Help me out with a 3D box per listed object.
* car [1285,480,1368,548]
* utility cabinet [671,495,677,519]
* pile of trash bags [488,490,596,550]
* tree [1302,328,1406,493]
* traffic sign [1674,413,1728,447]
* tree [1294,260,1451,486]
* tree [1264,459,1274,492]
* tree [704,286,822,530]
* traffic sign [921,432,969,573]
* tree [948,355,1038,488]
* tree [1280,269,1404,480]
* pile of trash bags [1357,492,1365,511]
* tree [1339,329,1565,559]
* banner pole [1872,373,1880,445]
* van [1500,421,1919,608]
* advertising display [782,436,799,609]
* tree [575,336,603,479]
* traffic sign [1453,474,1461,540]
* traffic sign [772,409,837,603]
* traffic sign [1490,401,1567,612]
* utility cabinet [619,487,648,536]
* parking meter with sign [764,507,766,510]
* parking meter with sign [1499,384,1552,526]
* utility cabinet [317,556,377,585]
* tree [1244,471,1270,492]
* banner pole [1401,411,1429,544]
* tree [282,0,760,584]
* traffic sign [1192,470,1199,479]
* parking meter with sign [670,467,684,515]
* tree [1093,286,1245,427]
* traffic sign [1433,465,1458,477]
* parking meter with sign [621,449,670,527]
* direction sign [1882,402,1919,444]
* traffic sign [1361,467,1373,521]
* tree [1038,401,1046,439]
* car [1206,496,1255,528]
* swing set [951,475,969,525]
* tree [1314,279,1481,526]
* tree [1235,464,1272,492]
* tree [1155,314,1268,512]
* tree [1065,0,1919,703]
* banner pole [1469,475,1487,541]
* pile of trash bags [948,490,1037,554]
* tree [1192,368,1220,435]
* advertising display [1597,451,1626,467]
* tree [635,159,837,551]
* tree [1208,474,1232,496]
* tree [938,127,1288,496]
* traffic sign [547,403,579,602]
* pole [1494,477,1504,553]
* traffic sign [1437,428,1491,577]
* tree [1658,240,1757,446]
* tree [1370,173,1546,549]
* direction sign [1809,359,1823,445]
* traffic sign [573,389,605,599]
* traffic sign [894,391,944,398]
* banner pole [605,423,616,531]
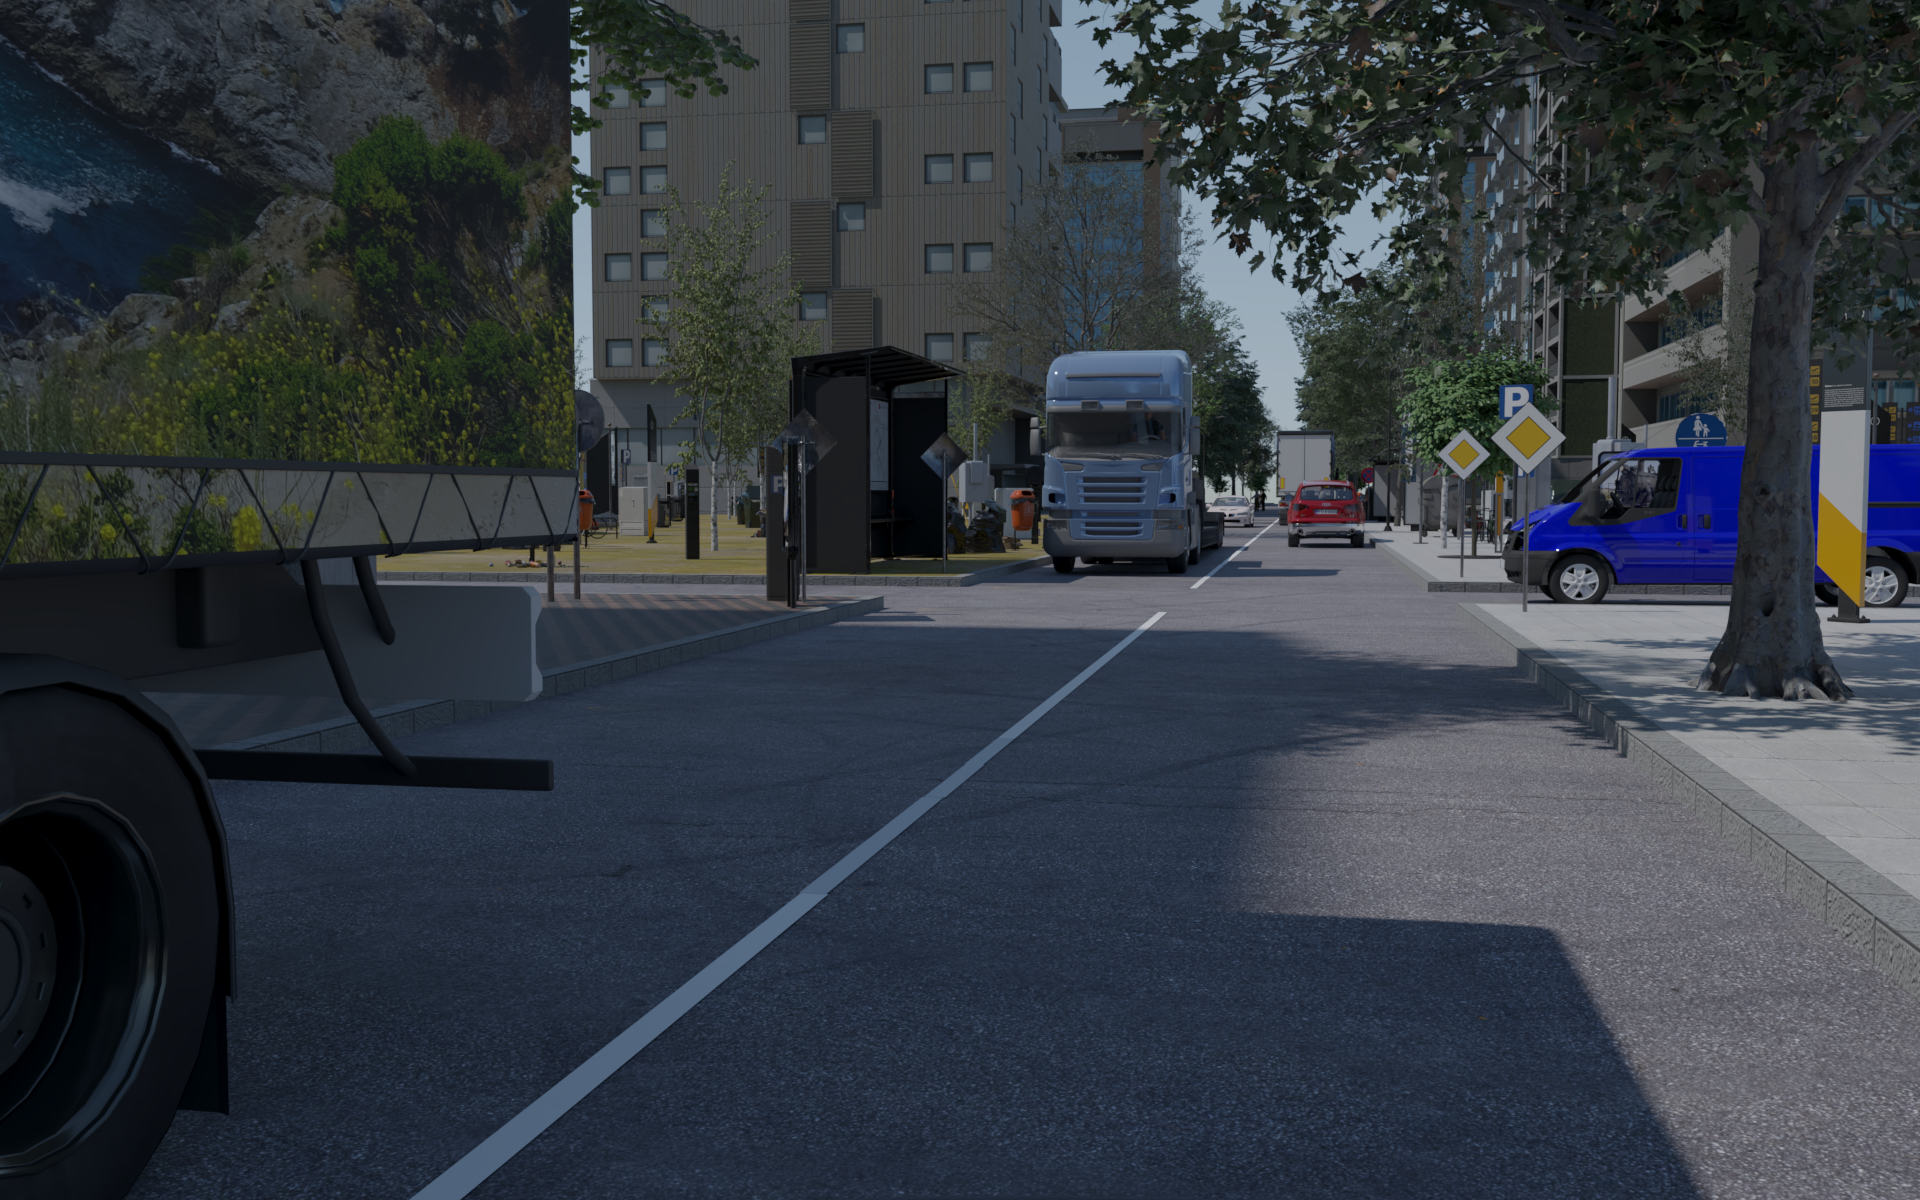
[{"bbox_3d":[10.145,-2.407,48.033,2.281,1.827,5.304,1,4,12],"label":"car"},{"bbox_3d":[-15.080,-4.904,91.339,0.306,1.237,1.020,0,4,-8],"label":"utility cabinet"},{"bbox_3d":[-10.229,-1.890,40.654,3.447,1.369,1.912,0,4,7],"label":"pile of trash bags"},{"bbox_3d":[26.908,-12.198,117.563,7.486,12.596,7.792,0,3,0],"label":"tree"},{"bbox_3d":[11.609,-1.657,27.201,0.768,2.556,0.104,1,4,19],"label":"traffic sign"},{"bbox_3d":[22.140,-11.341,92.082,9.857,13.997,8.962,0,3,0],"label":"tree"},{"bbox_3d":[44.897,-18.764,257.146,4.360,8.622,3.978,0,3,0],"label":"tree"},{"bbox_3d":[-6.859,-6.822,61.910,4.360,8.622,3.978,0,3,0],"label":"tree"},{"bbox_3d":[-0.256,-1.504,28.229,0.795,2.450,0.064,1,4,11],"label":"traffic sign"},{"bbox_3d":[0.762,-8.578,90.617,4.737,8.622,4.395,0,3,0],"label":"tree"},{"bbox_3d":[33.420,-17.622,144.010,12.611,20.169,13.585,0,3,0],"label":"tree"},{"bbox_3d":[22.867,-5.366,97.489,1.912,1.369,3.447,2,4,28],"label":"pile of trash bags"},{"bbox_3d":[10.427,-3.122,34.763,4.285,4.588,4.351,0,3,0],"label":"tree"},{"bbox_3d":[18.671,-2.803,35.845,0.863,3.779,0.401,0,4,3],"label":"banner pole"},{"bbox_3d":[9.628,-1.077,21.988,5.245,2.365,2.240,1,4,13],"label":"van"},{"bbox_3d":[-1.938,-0.891,19.781,0.123,1.923,0.974,-1,4,-9],"label":"advertising display"},{"bbox_3d":[-17.388,-7.660,75.605,4.360,8.622,3.978,0,3,0],"label":"tree"},{"bbox_3d":[13.984,-2.959,48.489,0.768,2.556,0.104,1,4,14],"label":"traffic sign"},{"bbox_3d":[-1.839,-1.025,20.402,0.795,2.450,0.064,1,4,11],"label":"traffic sign"},{"bbox_3d":[6.140,-0.925,18.773,0.795,2.450,0.064,1,4,11],"label":"traffic sign"},{"bbox_3d":[-9.984,-2.722,53.175,1.173,1.500,0.318,3,5,40],"label":"utility cabinet"},{"bbox_3d":[-5.777,-3.829,58.863,1.738,3.016,0.543,1,4,14],"label":"parking meter with sign"},{"bbox_3d":[9.390,-1.963,28.351,0.543,3.016,1.738,3,4,38],"label":"parking meter with sign"},{"bbox_3d":[-6.203,-0.367,17.156,0.306,1.237,1.020,1,4,18],"label":"utility cabinet"},{"bbox_3d":[37.395,-14.332,218.034,4.285,4.588,4.351,0,3,0],"label":"tree"},{"bbox_3d":[11.750,-3.352,44.824,0.401,3.779,0.863,-3,5,-42],"label":"banner pole"},{"bbox_3d":[-4.985,-5.739,11.958,7.486,12.596,7.792,0,3,0],"label":"tree"},{"bbox_3d":[12.258,-5.600,91.659,0.768,2.556,0.104,1,4,14],"label":"traffic sign"},{"bbox_3d":[-17.382,-6.772,106.977,0.543,3.016,1.738,-2,4,-29],"label":"parking meter with sign"},{"bbox_3d":[9.773,-9.682,84.056,9.928,11.665,9.643,0,3,0],"label":"tree"},{"bbox_3d":[15.090,-3.285,53.714,0.884,2.594,0.081,1,4,15],"label":"traffic sign"},{"bbox_3d":[-12.298,-4.350,67.384,1.738,3.016,0.543,2,4,24],"label":"parking meter with sign"},{"bbox_3d":[23.172,-3.101,42.700,0.876,3.537,0.379,2,4,28],"label":"direction sign"},{"bbox_3d":[19.559,-5.064,82.902,0.768,2.556,0.104,1,4,14],"label":"traffic sign"},{"bbox_3d":[6.495,-8.964,96.921,4.737,8.622,4.395,0,3,0],"label":"tree"},{"bbox_3d":[11.794,-3.854,75.371,2.083,1.381,4.827,1,4,12],"label":"car"},{"bbox_3d":[-1.696,-4.548,71.973,2.862,2.851,3.119,3,5,41],"label":"swing set"},{"bbox_3d":[17.706,-8.197,68.433,7.601,10.594,8.767,0,4,1],"label":"tree"},{"bbox_3d":[41.676,-17.853,242.264,4.737,8.622,4.395,0,3,0],"label":"tree"},{"bbox_3d":[16.730,-13.002,119.241,9.857,13.997,8.962,0,3,0],"label":"tree"},{"bbox_3d":[5.254,-5.733,10.741,9.611,12.733,9.660,0,3,0],"label":"tree"},{"bbox_3d":[14.102,-3.487,47.026,0.863,3.779,0.401,-3,4,-38],"label":"banner pole"},{"bbox_3d":[0.287,-1.740,38.200,3.447,1.369,1.912,-3,4,-38],"label":"pile of trash bags"},{"bbox_3d":[11.851,-8.781,93.925,4.737,8.622,4.395,0,3,0],"label":"tree"},{"bbox_3d":[10.037,-1.266,25.907,0.974,1.923,0.123,1,4,16],"label":"advertising display"},{"bbox_3d":[-5.460,-5.431,39.156,4.737,8.622,4.395,0,3,0],"label":"tree"},{"bbox_3d":[19.092,-8.117,127.315,1.663,3.219,1.824,0,3,0],"label":"tree"},{"bbox_3d":[4.460,-9.094,59.063,12.009,13.543,11.850,0,3,0],"label":"tree"},{"bbox_3d":[-4.879,-1.252,20.579,0.768,2.556,0.104,1,4,16],"label":"traffic sign"},{"bbox_3d":[11.739,-2.679,37.643,0.158,3.312,0.155,0,3,0],"label":"pole"},{"bbox_3d":[7.723,-1.404,26.600,0.795,2.450,0.064,1,4,11],"label":"traffic sign"},{"bbox_3d":[20.984,-5.869,46.317,4.360,8.622,3.978,0,3,0],"label":"tree"},{"bbox_3d":[11.537,-5.532,40.807,4.360,8.622,3.978,0,3,0],"label":"tree"},{"bbox_3d":[14.467,-2.261,28.960,0.379,3.537,0.876,-3,5,-43],"label":"direction sign"},{"bbox_3d":[-4.672,-1.282,21.061,0.768,2.556,0.104,1,4,18],"label":"traffic sign"},{"bbox_3d":[-1.381,-2.491,34.596,2.265,3.308,0.079,1,4,17],"label":"traffic sign"},{"bbox_3d":[-12.196,-4.323,60.700,0.401,3.779,0.863,-2,4,-26],"label":"banner pole"}]
